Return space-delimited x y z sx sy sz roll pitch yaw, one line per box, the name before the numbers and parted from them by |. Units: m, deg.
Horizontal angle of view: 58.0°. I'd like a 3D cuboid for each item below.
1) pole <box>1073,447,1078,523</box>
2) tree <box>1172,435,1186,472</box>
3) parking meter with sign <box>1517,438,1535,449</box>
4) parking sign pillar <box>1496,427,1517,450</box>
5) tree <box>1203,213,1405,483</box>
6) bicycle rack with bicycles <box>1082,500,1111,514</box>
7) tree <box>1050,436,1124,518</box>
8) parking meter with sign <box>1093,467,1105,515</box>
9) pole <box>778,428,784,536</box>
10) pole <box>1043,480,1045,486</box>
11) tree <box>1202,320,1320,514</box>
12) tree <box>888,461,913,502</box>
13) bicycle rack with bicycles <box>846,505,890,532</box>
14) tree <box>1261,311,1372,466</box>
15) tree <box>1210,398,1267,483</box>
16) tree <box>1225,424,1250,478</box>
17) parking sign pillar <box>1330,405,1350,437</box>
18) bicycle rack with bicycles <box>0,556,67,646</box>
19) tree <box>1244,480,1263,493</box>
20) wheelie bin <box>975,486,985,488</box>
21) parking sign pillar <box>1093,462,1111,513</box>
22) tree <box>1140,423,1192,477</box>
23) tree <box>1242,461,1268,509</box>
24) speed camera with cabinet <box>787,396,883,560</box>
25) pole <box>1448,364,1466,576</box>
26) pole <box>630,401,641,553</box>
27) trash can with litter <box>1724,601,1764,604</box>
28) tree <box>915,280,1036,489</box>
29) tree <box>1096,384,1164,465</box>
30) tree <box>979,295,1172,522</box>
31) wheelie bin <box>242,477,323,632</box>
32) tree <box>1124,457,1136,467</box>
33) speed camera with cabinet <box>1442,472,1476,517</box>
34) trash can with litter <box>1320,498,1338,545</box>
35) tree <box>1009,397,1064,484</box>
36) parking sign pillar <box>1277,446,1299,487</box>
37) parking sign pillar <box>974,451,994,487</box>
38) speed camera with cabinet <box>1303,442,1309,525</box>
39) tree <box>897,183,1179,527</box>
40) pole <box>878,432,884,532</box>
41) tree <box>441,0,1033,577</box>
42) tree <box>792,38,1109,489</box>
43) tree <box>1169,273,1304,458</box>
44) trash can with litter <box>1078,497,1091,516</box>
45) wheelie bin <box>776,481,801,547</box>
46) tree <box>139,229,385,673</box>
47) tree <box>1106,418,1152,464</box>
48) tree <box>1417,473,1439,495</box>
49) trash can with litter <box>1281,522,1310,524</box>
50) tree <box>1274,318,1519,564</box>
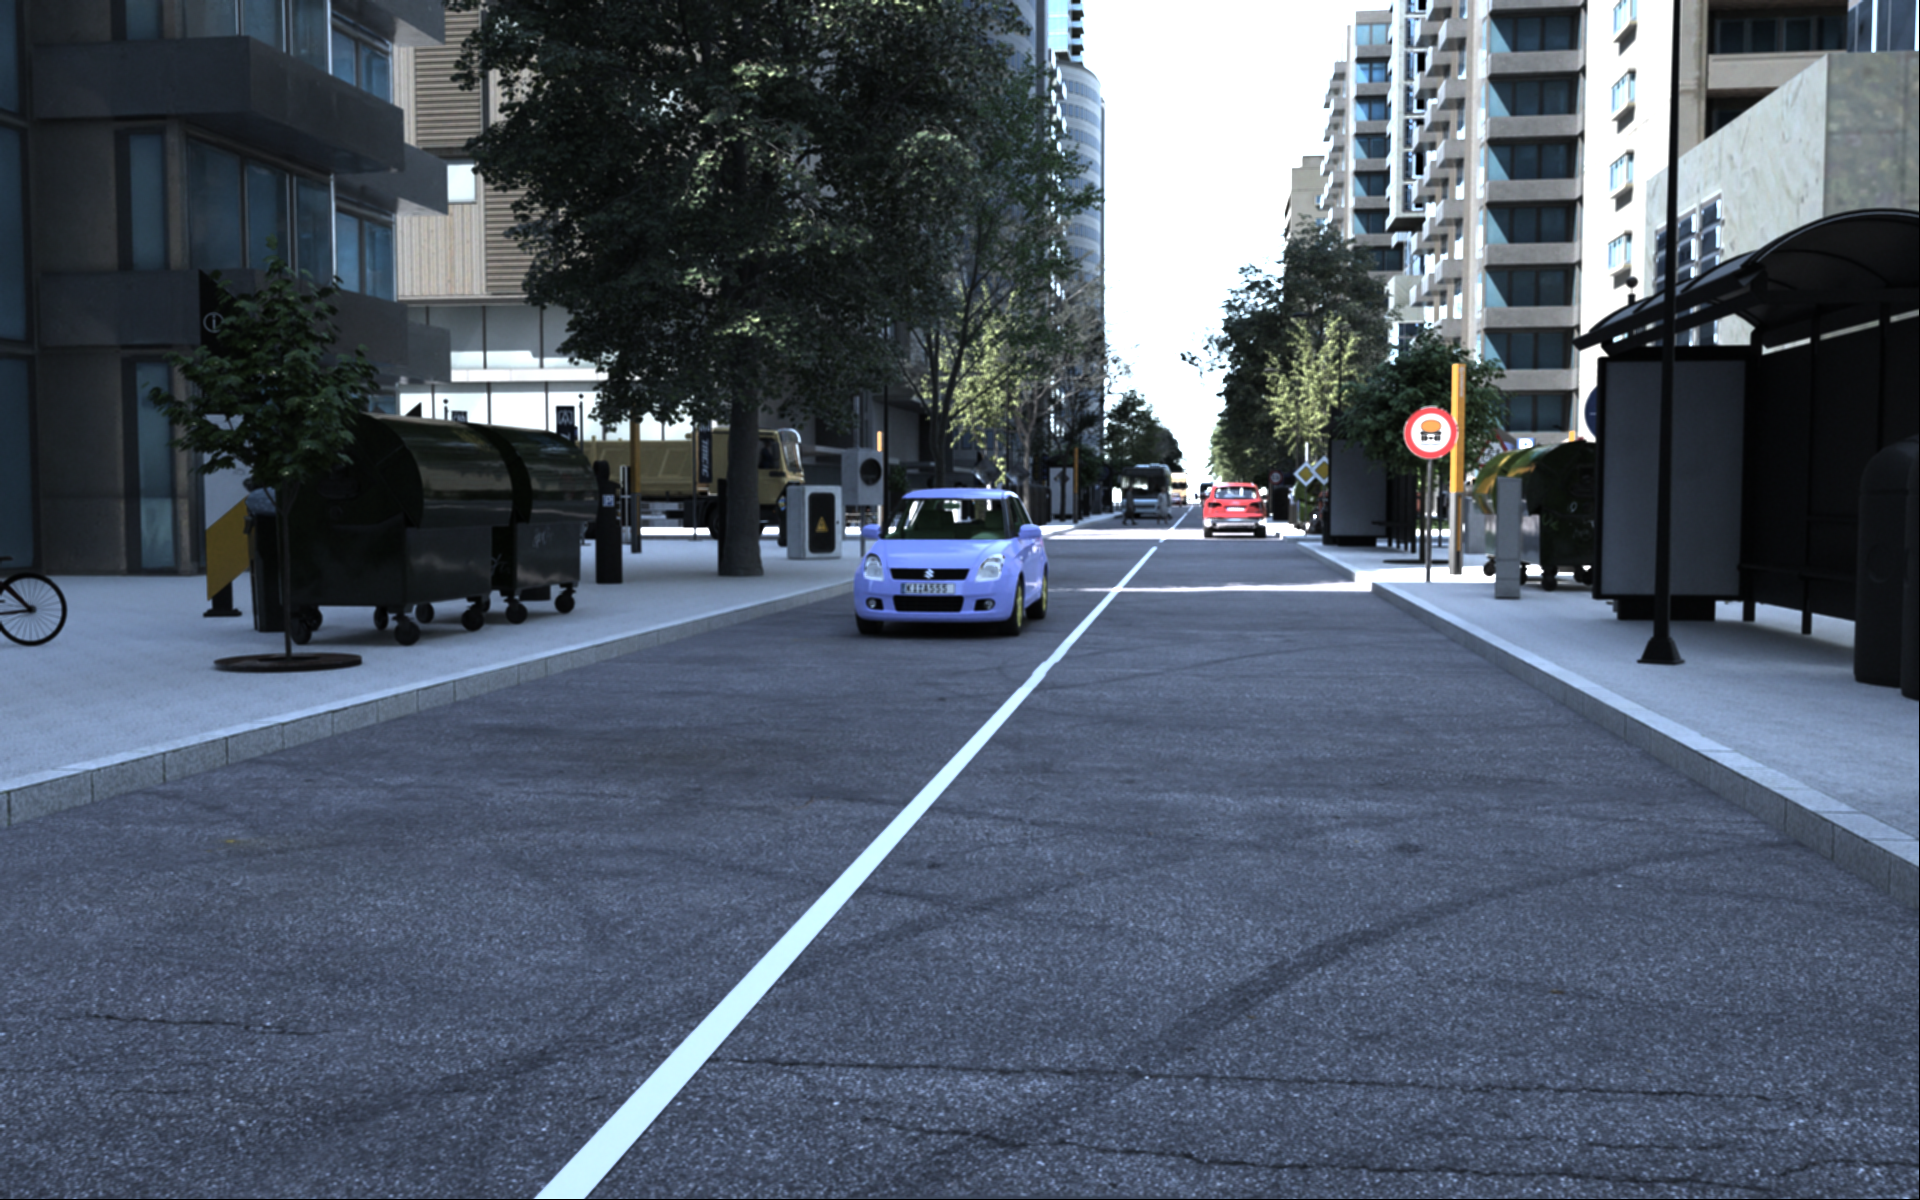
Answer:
pole | 5.050 -5.002 75.621 0.158 3.312 0.155 0 3 0
tree | 29.075 -19.393 251.490 8.767 10.594 7.601 2 4 33
parking meter with sign | 18.198 -3.578 54.753 0.543 3.016 1.738 3 5 40
parking sign pillar | 20.133 -4.627 64.128 1.447 3.967 1.447 -3 5 -41
tree | 16.031 -10.637 80.563 9.857 13.997 8.962 0 3 0
bicycle rack with bicycles | 8.603 -6.188 114.549 2.925 0.926 2.852 -1 4 -19
tree | 6.347 -6.807 95.003 4.285 4.588 4.351 0 3 0
parking meter with sign | 8.678 -6.899 109.058 0.543 3.016 1.738 1 4 15
pole | -5.531 -3.653 53.572 0.158 3.312 0.155 0 3 0
pole | 5.144 -6.877 106.288 0.158 3.312 0.155 0 3 0
tree | 20.311 -11.810 111.221 7.486 12.596 7.792 0 3 0
tree | -3.152 -5.936 91.649 1.663 3.219 1.824 0 3 0
bicycle rack with bicycles | -3.539 -2.771 58.685 2.925 0.926 2.852 1 4 22
tree | 14.188 -7.259 69.054 4.737 8.622 4.395 0 3 0
tree | 29.104 -15.373 177.101 9.928 11.665 9.643 0 3 0
tree | 27.602 -13.268 167.289 4.360 8.622 3.978 0 3 0
parking sign pillar | 11.806 -3.892 52.102 1.447 3.967 1.447 0 4 6
bicycle rack with bicycles | -9.080 -0.016 13.638 2.925 0.926 2.852 0 4 4
tree | 23.143 -8.635 135.782 1.663 3.219 1.824 0 3 0
wheelie bin | 0.924 -3.647 67.530 0.980 1.594 0.693 1 4 8
parking sign pillar | 9.851 -8.025 119.684 1.447 3.967 1.447 2 4 26
tree | 33.349 -22.456 284.170 9.611 12.733 9.660 0 3 0
tree | 21.422 -8.374 120.622 4.285 4.588 4.351 0 3 0
speed camera with cabinet | -2.476 -2.456 34.493 2.038 3.252 0.660 -3 5 -42
pole | 7.822 -2.043 27.240 0.158 3.312 0.155 0 3 0
pole | -7.038 -2.673 37.555 0.158 3.312 0.155 0 3 0
trash can with litter | 9.843 -0.559 20.201 1.678 1.210 2.233 -3 5 -42
tree | 0.834 -6.623 58.652 4.737 8.622 4.395 0 3 0
tree | 17.615 -15.916 178.358 7.486 12.596 7.792 0 3 0
tree | 4.671 -8.930 80.417 8.767 10.594 7.601 1 4 17
wheelie bin | -6.371 -0.513 16.293 0.693 1.594 0.980 -2 4 -29
tree | 12.467 -9.328 136.223 4.285 4.588 4.351 0 3 0
speed camera with cabinet | 27.397 -6.168 95.185 2.038 3.252 0.660 2 4 25
trash can with litter | 9.569 -1.960 43.427 1.055 1.170 0.624 0 4 7
tree | 5.281 -10.548 122.819 4.360 8.622 3.978 0 3 0
parking sign pillar | 18.090 -6.533 95.293 1.447 3.967 1.447 1 4 9
parking sign pillar | 1.485 -7.247 106.962 1.447 3.967 1.447 3 5 43
speed camera with cabinet | 13.732 -4.365 65.697 0.660 3.252 2.038 -2 4 -27
tree | 2.607 -9.646 68.079 12.009 13.543 11.850 0 3 0
pole | -2.583 -3.841 56.645 0.158 3.312 0.155 0 3 0
tree | -3.476 -7.357 26.942 9.857 13.997 8.962 0 3 0
tree | -0.460 -6.999 40.185 9.928 11.665 9.643 0 3 0
tree | 24.150 -18.020 150.511 12.611 20.169 13.585 0 3 0
trash can with litter | 7.108 -5.511 101.496 1.055 1.170 0.624 -1 4 -21
wheelie bin | -4.055 -2.112 42.438 0.693 1.594 0.980 1 4 22
tree | -5.141 -1.113 12.795 1.663 3.219 1.824 0 3 0
tree | 16.431 -13.290 167.649 4.737 8.622 4.395 0 3 0
tree | 18.858 -4.641 70.483 1.663 3.219 1.824 0 3 0
trash can with litter | 15.057 -3.894 74.717 1.678 1.210 2.233 -3 4 -36
tree | 8.723 -2.967 32.221 4.285 4.588 4.351 0 3 0
